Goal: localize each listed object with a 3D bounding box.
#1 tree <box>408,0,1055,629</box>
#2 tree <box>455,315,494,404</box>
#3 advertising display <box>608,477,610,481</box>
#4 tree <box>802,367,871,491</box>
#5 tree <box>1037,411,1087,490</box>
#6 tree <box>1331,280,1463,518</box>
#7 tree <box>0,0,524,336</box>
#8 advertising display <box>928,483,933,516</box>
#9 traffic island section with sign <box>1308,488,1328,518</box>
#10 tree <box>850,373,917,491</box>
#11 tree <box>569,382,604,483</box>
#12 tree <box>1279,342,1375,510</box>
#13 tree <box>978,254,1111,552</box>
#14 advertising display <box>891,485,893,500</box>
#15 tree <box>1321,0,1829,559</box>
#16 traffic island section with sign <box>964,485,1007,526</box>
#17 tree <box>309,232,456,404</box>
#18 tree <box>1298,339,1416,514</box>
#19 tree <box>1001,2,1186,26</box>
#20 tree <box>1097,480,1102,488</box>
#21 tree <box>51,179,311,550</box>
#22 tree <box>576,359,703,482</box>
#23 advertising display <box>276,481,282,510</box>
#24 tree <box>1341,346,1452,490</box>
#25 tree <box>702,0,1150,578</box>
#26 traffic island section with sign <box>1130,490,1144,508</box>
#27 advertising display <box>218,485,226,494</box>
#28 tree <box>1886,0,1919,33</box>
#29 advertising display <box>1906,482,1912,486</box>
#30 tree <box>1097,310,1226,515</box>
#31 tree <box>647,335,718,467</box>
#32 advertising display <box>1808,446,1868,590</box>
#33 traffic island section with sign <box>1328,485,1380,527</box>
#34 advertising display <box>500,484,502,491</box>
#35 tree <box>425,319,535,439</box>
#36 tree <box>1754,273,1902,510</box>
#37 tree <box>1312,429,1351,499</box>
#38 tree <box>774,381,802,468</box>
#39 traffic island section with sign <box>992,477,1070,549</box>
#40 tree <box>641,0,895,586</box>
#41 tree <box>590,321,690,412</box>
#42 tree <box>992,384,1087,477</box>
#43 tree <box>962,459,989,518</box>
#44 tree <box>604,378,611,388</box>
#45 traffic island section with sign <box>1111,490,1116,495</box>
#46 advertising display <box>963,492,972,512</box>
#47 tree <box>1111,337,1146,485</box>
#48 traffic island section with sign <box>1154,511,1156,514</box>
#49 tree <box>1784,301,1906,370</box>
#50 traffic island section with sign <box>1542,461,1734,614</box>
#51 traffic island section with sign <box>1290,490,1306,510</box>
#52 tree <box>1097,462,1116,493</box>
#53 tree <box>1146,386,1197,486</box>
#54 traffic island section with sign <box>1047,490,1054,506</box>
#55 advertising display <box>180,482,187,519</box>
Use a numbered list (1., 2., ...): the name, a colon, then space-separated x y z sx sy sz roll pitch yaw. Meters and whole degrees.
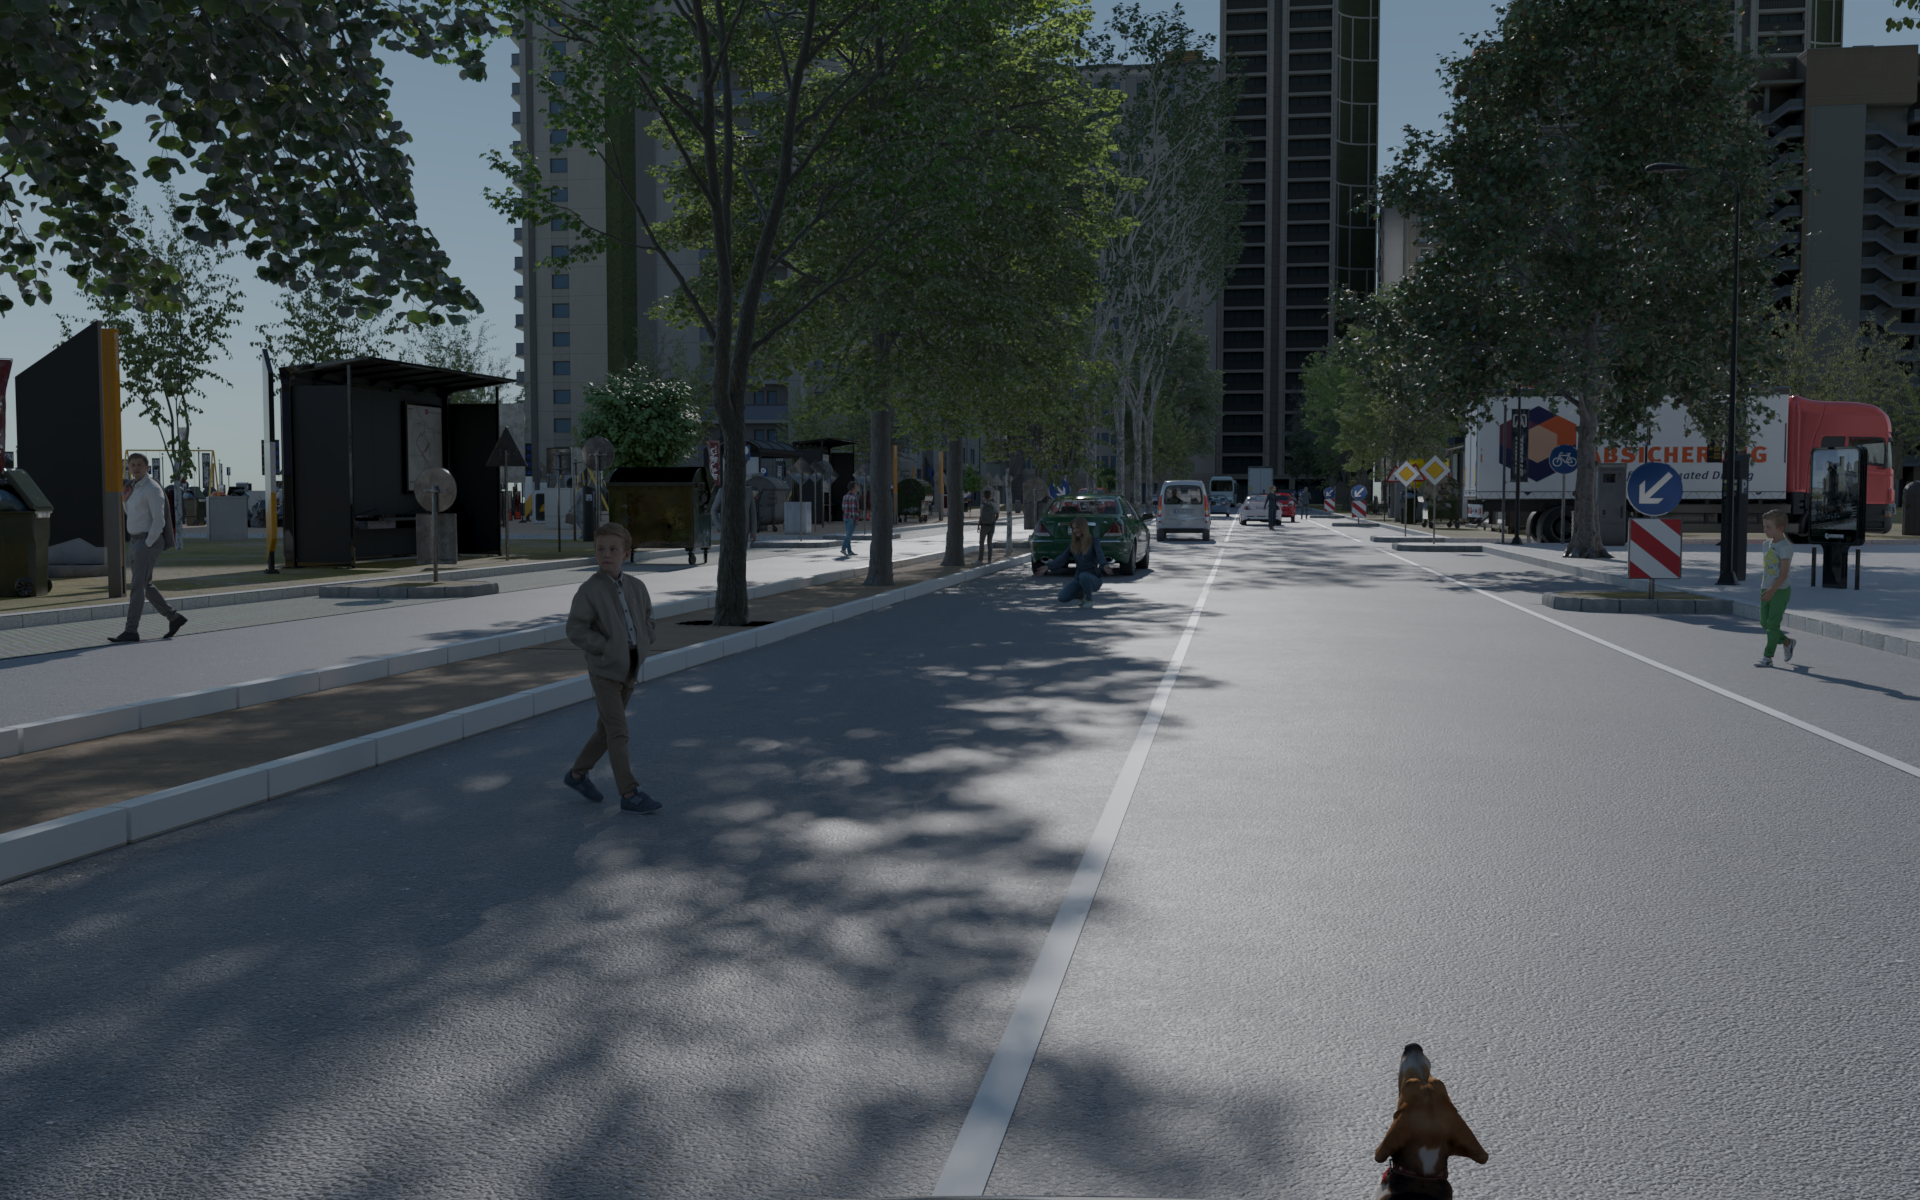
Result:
1. tree: -2.401 -5.513 18.358 9.928 11.665 9.643 0 3 0
2. tree: -19.802 -7.115 66.700 4.737 8.622 4.395 0 3 0
3. advertising display: -11.081 -3.172 57.074 0.974 1.923 0.123 -1 4 -10
4. tree: -5.491 -8.762 93.624 4.737 8.622 4.395 0 3 0
5. tree: 7.374 -10.980 129.886 4.360 8.622 3.978 0 3 0
6. tree: 23.600 -10.658 92.385 7.486 12.596 7.792 0 3 0
7. tree: -4.821 -5.984 6.955 9.857 13.997 8.962 0 3 0
8. advertising display: -1.813 -5.896 101.617 0.123 1.923 0.974 1 4 20
9. traffic island section with sign: 21.837 -5.774 103.034 1.989 1.847 2.006 1 4 9
10. tree: -3.598 -8.338 86.685 4.360 8.622 3.978 0 3 0
11. tree: -23.085 -9.786 110.358 4.737 8.622 4.395 0 3 0
12. tree: 30.825 -13.986 139.038 12.009 13.543 11.850 0 3 0
13. tree: 1.215 -5.466 42.191 4.737 8.622 4.395 0 3 0
14. advertising display: -4.742 -7.098 121.266 0.974 1.923 0.123 1 4 17
15. tree: 12.541 -7.188 34.528 9.611 12.733 9.660 0 3 0
16. traffic island section with sign: 1.289 -4.310 79.100 1.989 1.847 2.006 1 4 9
17. tree: -16.665 -5.822 45.558 4.737 8.622 4.395 0 3 0
18. tree: 26.013 -11.404 112.211 9.928 11.665 9.643 0 3 0
19. tree: 3.749 -12.571 63.884 12.611 20.169 13.585 0 3 0
20. tree: 13.766 -10.968 173.931 1.663 3.219 1.824 0 3 0
21. tree: -18.144 -5.451 39.488 4.737 8.622 4.395 0 3 0
22. tree: -7.845 -3.577 42.206 4.285 4.588 4.351 0 3 0
23. advertising display: -32.861 -4.768 83.164 0.123 1.923 0.974 3 4 38
24. tree: 21.220 -8.127 83.240 4.360 8.622 3.978 0 3 0
25. tree: -0.148 -6.970 34.541 7.486 12.596 7.792 0 3 0
26. traffic island section with sign: 18.290 -10.615 182.185 1.989 1.847 2.006 1 4 9
27. advertising display: -49.905 -6.840 117.043 0.974 1.923 0.123 3 5 39
28. tree: 10.366 -3.970 15.266 4.737 8.622 4.395 0 3 0
29. advertising display: 49.428 -5.157 89.528 0.974 1.923 0.123 1 4 14
30. tree: 13.801 -12.843 119.088 9.857 13.997 8.962 0 3 0
31. tree: -12.286 -7.898 79.501 4.737 8.622 4.395 0 3 0
32. advertising display: 11.921 -1.122 23.551 0.123 1.923 0.974 -1 4 -12
33. traffic island section with sign: 17.448 -4.147 76.437 1.989 1.847 2.006 1 4 9
34. advertising display: -28.534 -6.173 106.142 0.974 1.923 0.123 1 4 13
35. tree: -20.143 -7.435 71.931 4.360 8.622 3.978 0 3 0
36. tree: 28.354 -6.623 58.644 4.360 8.622 3.978 0 3 0
37. tree: 34.247 -12.723 158.387 4.737 8.622 4.395 0 3 0
38. tree: -8.288 -9.257 101.710 4.737 8.622 4.395 0 3 0
39. traffic island section with sign: 1.930 -2.328 46.205 2.006 1.907 1.989 1 4 9
40. tree: -1.275 -6.512 27.053 7.486 12.596 7.792 0 3 0
41. tree: -13.245 -7.509 73.130 4.360 8.622 3.978 0 3 0
42. tree: 5.517 -11.509 122.586 7.601 10.594 8.767 1 4 21
43. tree: 0.532 -6.086 94.112 1.663 3.219 1.824 0 3 0
44. tree: -15.491 -8.603 91.018 4.737 8.622 4.395 0 3 0
45. traffic island section with sign: 13.899 -8.988 155.589 1.989 1.847 2.006 1 4 9
46. advertising display: 0.383 -7.289 124.391 0.974 1.923 0.123 -2 4 -28
47. tree: 3.403 -6.227 54.637 4.737 8.622 4.395 0 3 0
48. traffic island section with sign: 15.354 -7.310 127.656 2.006 1.907 1.989 1 4 9
49. tree: 35.913 -7.259 69.055 4.360 8.622 3.978 0 3 0
50. traffic island section with sign: 8.449 -0.806 21.804 1.989 1.847 2.006 1 4 9
51. traffic island section with sign: 30.074 -8.833 153.046 1.989 1.847 2.006 1 4 9
52. tree: 16.792 -12.864 194.039 4.285 4.588 4.351 0 3 0
53. tree: 13.214 -9.728 111.865 4.737 8.622 4.395 0 3 0
54. traffic island section with sign: 5.681 -5.937 105.696 1.989 1.847 2.006 1 4 9
55. advertising display: -40.267 -5.178 89.870 0.123 1.923 0.974 -1 4 -11
